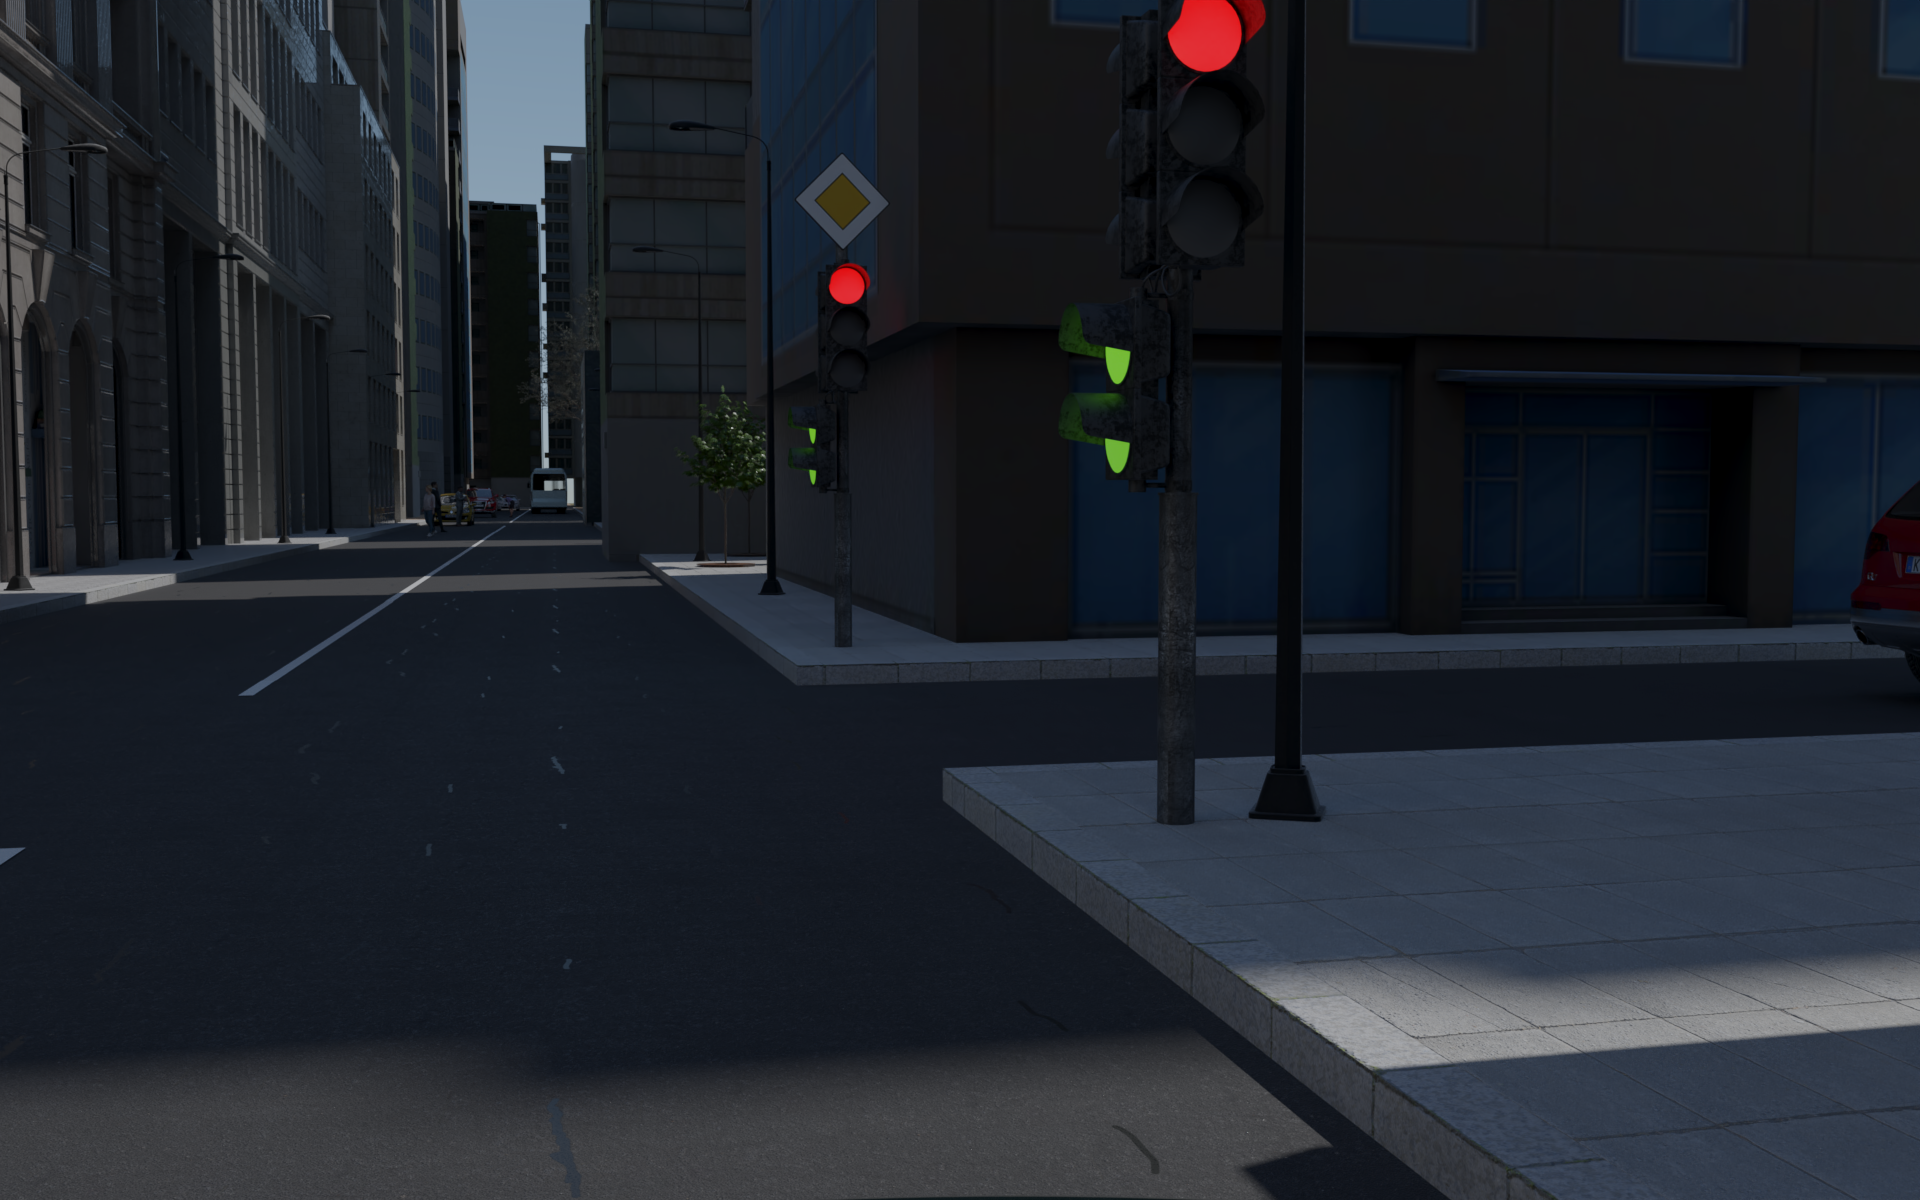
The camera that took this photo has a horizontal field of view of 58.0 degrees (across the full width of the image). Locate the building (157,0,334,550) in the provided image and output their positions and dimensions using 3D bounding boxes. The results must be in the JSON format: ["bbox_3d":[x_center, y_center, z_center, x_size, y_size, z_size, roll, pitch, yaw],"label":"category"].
[{"bbox_3d":[-25.346,-16.569,48.401,11.434,29.767,29.804,-1,4,-13],"label":"building"}]

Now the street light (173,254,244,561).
[{"bbox_3d":[-14.531,-3.729,33.518,1.470,5.913,1.316,-1,4,-13],"label":"street light"}]

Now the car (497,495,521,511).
[{"bbox_3d":[-38.715,-8.326,148.486,2.083,1.381,4.827,-1,4,-13],"label":"car"}]

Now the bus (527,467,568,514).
[{"bbox_3d":[-31.086,-8.299,130.545,2.948,3.499,13.247,-1,4,-14],"label":"bus"}]

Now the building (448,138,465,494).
[{"bbox_3d":[-46.000,-22.109,133.183,14.160,30.474,14.107,-1,4,-13],"label":"building"}]

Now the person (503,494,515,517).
[{"bbox_3d":[-27.696,-5.788,106.371,0.697,1.427,0.421,-1,4,-12],"label":"person"}]

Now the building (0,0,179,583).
[{"bbox_3d":[-19.192,-11.034,22.202,13.314,21.916,24.055,-1,4,-13],"label":"building"}]

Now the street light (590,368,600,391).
[{"bbox_3d":[-12.820,-5.610,64.269,1.470,5.913,1.316,-1,4,-13],"label":"street light"}]

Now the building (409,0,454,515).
[{"bbox_3d":[-44.444,-34.768,110.449,21.231,58.520,28.212,-1,4,-13],"label":"building"}]

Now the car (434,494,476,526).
[{"bbox_3d":[-23.057,-4.199,78.870,2.015,1.641,3.980,-1,4,-13],"label":"car"}]

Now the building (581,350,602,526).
[{"bbox_3d":[-4.809,-46.506,73.037,22.319,86.520,31.000,-1,4,-13],"label":"building"}]

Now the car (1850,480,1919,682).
[{"bbox_3d":[8.817,-0.196,11.871,5.304,1.827,2.281,-1,4,-14],"label":"car"}]

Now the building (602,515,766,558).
[{"bbox_3d":[-2.176,-22.026,43.724,14.154,41.232,14.086,-1,4,-13],"label":"building"}]

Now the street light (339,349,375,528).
[{"bbox_3d":[-19.633,-5.071,55.446,1.470,5.913,1.316,-1,4,-13],"label":"street light"}]

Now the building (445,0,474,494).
[{"bbox_3d":[-50.091,-30.563,149.819,14.200,45.320,14.600,-1,4,-13],"label":"building"}]

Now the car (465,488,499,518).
[{"bbox_3d":[-29.388,-5.948,105.929,2.281,1.827,5.304,-1,4,-14],"label":"car"}]

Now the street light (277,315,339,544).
[{"bbox_3d":[-17.033,-4.429,44.961,1.470,5.913,1.316,-1,4,-13],"label":"street light"}]

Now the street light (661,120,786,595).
[{"bbox_3d":[-2.931,-3.013,21.808,1.470,5.913,1.316,-1,4,-13],"label":"street light"}]

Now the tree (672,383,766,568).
[{"bbox_3d":[-4.263,-2.196,30.501,1.663,3.219,1.824,0,3,0],"label":"tree"}]

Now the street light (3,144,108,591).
[{"bbox_3d":[-12.004,-3.087,23.015,1.470,5.913,1.316,-1,4,-13],"label":"street light"}]

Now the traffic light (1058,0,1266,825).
[{"bbox_3d":[0.825,-1.085,6.660,0.839,4.253,0.868,-1,4,-13],"label":"traffic light"}]

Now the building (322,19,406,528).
[{"bbox_3d":[-29.259,-13.269,71.693,10.420,20.320,16.860,-1,4,-13],"label":"building"}]

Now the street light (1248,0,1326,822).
[{"bbox_3d":[0.783,-2.085,6.639,1.470,5.913,1.316,-1,4,-13],"label":"street light"}]

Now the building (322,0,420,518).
[{"bbox_3d":[-36.333,-24.866,90.160,14.154,41.232,14.086,-1,4,-13],"label":"building"}]

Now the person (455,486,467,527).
[{"bbox_3d":[-22.066,-4.155,76.621,0.466,1.800,0.511,0,4,-1],"label":"person"}]

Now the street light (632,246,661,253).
[{"bbox_3d":[-5.446,-3.680,32.712,1.470,5.913,1.316,-1,4,-13],"label":"street light"}]

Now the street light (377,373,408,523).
[{"bbox_3d":[-22.033,-5.727,66.185,1.470,5.913,1.316,-1,4,-13],"label":"street light"}]

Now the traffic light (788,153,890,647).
[{"bbox_3d":[-0.999,-1.560,14.435,0.839,4.253,0.868,-1,4,-13],"label":"traffic light"}]

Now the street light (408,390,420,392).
[{"bbox_3d":[-24.669,-6.389,76.996,1.470,5.913,1.316,-1,4,-13],"label":"street light"}]

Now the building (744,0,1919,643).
[{"bbox_3d":[4.998,-22.709,21.405,14.200,45.320,14.600,-1,4,-13],"label":"building"}]

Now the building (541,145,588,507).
[{"bbox_3d":[-32.600,-30.237,186.249,23.993,40.220,32.217,-1,4,-13],"label":"building"}]

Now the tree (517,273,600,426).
[{"bbox_3d":[-18.740,-11.210,93.652,12.009,13.543,11.850,0,3,0],"label":"tree"}]

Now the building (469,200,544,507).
[{"bbox_3d":[-49.002,-24.548,173.064,14.107,30.474,14.160,-1,4,-13],"label":"building"}]

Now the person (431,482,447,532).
[{"bbox_3d":[-19.655,-3.498,65.058,0.648,1.900,0.474,2,4,25],"label":"person"}]

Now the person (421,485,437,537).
[{"bbox_3d":[-17.892,-3.014,58.452,0.731,1.740,0.598,2,4,24],"label":"person"}]
